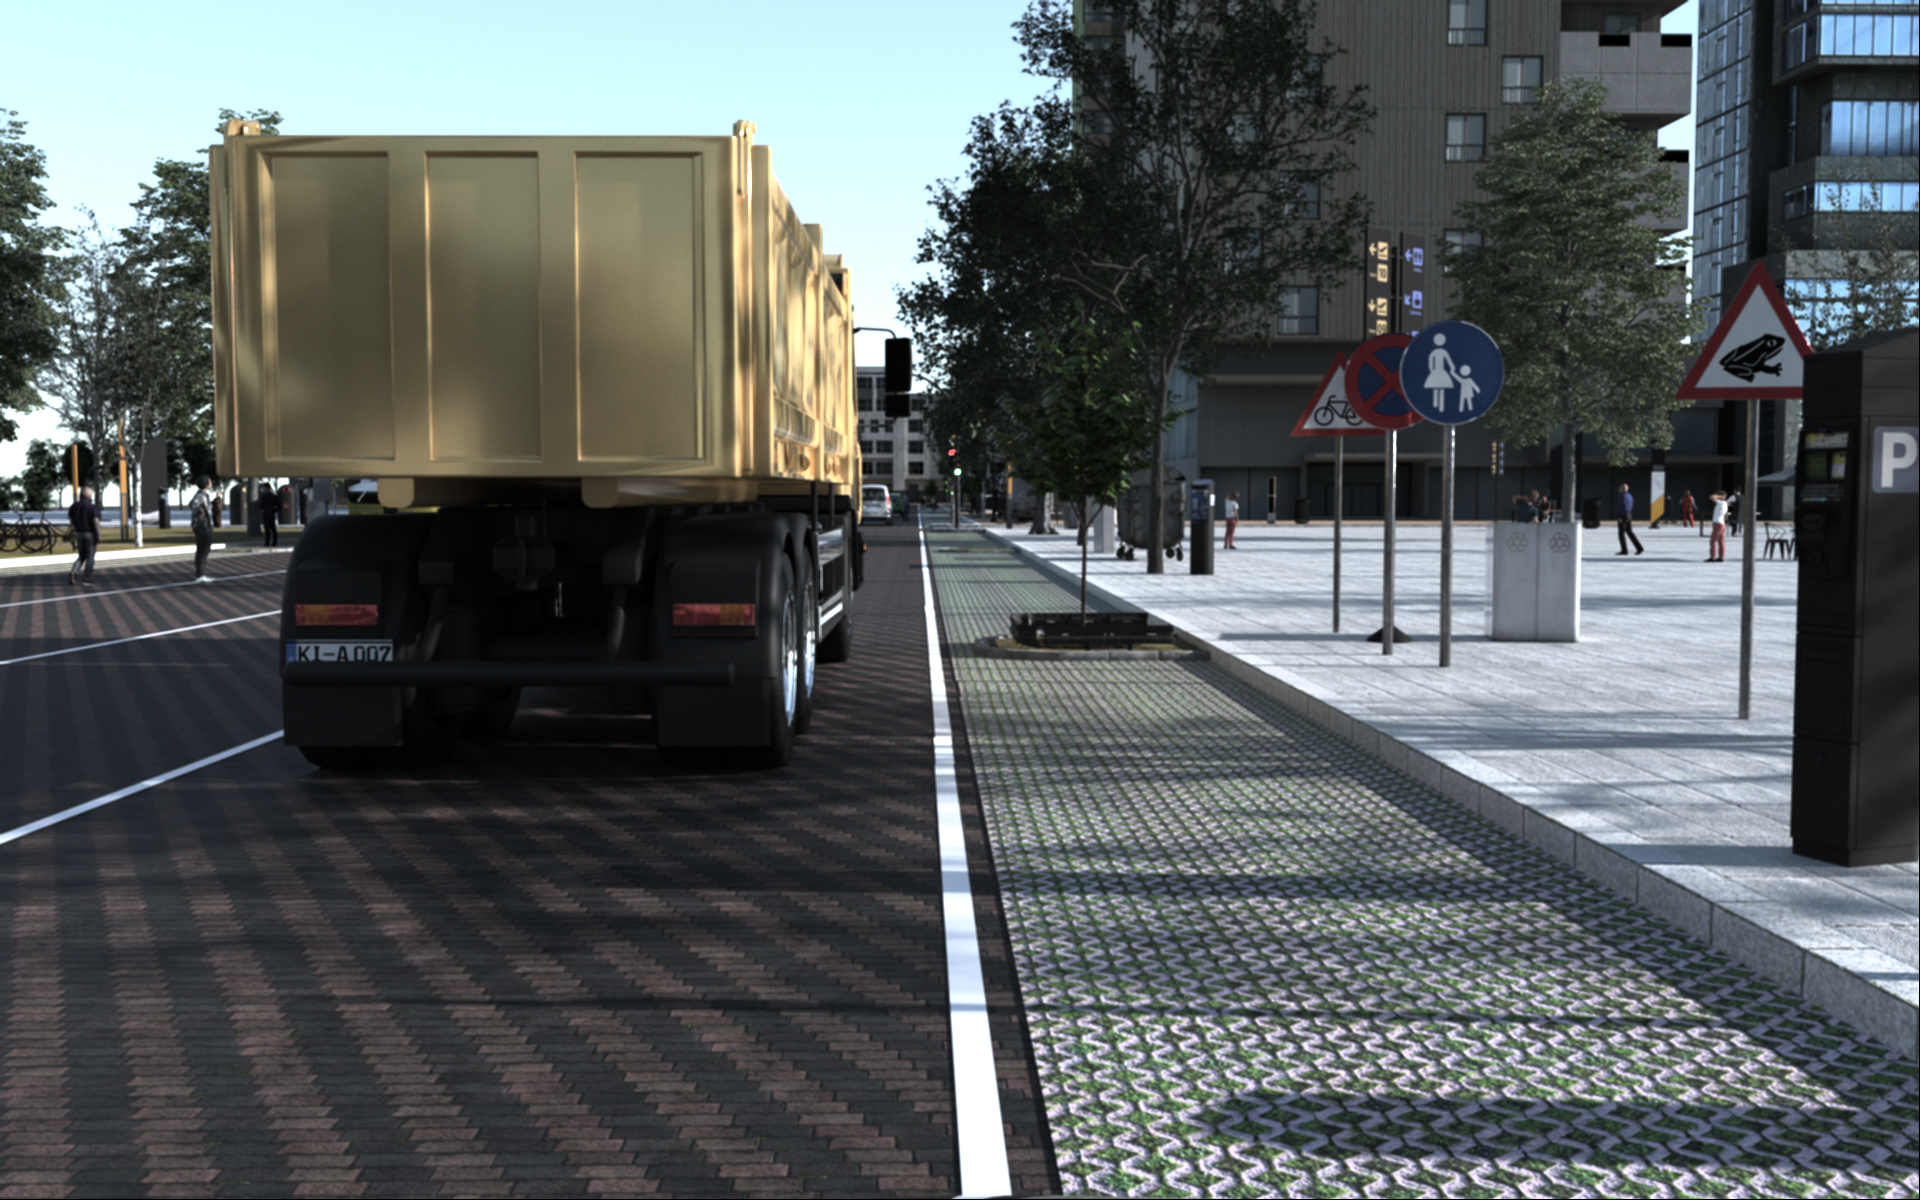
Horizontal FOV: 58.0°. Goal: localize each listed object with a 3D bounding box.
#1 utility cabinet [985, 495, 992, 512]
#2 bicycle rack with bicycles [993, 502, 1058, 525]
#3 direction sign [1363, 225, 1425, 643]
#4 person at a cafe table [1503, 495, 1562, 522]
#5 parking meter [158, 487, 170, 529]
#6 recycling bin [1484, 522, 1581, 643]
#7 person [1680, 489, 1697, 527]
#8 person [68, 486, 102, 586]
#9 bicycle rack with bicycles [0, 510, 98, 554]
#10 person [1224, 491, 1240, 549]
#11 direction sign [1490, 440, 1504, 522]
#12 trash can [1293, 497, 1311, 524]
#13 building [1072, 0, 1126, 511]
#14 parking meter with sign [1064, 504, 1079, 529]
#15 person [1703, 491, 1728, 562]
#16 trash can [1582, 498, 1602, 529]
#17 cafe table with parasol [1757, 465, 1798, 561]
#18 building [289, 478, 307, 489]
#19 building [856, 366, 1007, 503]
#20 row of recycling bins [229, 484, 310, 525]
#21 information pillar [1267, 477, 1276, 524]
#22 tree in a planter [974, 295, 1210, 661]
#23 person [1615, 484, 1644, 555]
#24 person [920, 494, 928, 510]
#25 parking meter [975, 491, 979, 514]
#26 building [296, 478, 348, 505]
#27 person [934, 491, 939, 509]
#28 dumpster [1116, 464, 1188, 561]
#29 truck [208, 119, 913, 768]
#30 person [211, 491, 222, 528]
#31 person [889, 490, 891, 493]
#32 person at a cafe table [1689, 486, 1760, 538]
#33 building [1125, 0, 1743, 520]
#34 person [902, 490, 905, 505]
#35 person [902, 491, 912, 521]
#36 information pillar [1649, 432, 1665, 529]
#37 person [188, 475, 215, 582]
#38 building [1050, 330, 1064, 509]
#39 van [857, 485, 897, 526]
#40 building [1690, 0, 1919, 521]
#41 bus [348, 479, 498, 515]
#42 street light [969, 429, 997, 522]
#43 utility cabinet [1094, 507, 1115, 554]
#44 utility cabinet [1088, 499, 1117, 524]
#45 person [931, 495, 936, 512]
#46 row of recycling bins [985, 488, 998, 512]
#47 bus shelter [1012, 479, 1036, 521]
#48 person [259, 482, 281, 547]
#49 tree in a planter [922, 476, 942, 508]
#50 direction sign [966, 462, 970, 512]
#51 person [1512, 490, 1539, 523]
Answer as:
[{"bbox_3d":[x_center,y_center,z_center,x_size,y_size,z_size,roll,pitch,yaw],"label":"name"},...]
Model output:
[{"bbox_3d":[1.859,-6.727,121.147,1.020,1.237,0.306,-2,4,-26],"label":"utility cabinet"},{"bbox_3d":[2.845,-3.710,74.044,2.925,0.926,2.852,-1,4,-15],"label":"bicycle rack with bicycles"},{"bbox_3d":[3.743,-1.406,14.990,0.876,3.537,0.379,-3,5,-43],"label":"direction sign"},{"bbox_3d":[20.194,-3.039,60.556,1.726,1.238,1.698,-3,5,-42],"label":"person at a cafe table"},{"bbox_3d":[-29.387,-3.397,63.958,0.372,1.533,0.369,0,3,0],"label":"parking meter"},{"bbox_3d":[5.049,-0.168,15.308,0.722,1.027,0.722,1,4,11],"label":"recycling bin"},{"bbox_3d":[28.798,-3.566,68.508,0.444,1.614,0.593,-3,4,-36],"label":"person"},{"bbox_3d":[-13.794,-1.006,27.160,0.569,1.553,0.471,3,5,43],"label":"person"},{"bbox_3d":[-20.794,-1.506,38.006,2.925,0.926,2.852,-1,4,-11],"label":"bicycle rack with bicycles"},{"bbox_3d":[6.338,-1.869,40.514,0.435,1.345,0.340,2,4,33],"label":"person"},{"bbox_3d":[22.526,-4.934,72.673,0.876,3.537,0.379,-3,4,-38],"label":"direction sign"},{"bbox_3d":[14.761,-3.859,74.752,0.748,1.137,0.748,0,3,0],"label":"trash can"},{"bbox_3d":[15.921,-27.973,140.957,14.154,41.232,14.086,0,4,-1],"label":"building"},{"bbox_3d":[4.071,-4.137,63.906,0.543,3.016,1.738,0,4,-6],"label":"parking meter with sign"},{"bbox_3d":[14.253,-1.388,32.647,0.340,1.345,0.435,3,4,36],"label":"person"},{"bbox_3d":[23.483,-3.226,64.398,0.748,1.137,0.748,0,3,0],"label":"trash can"},{"bbox_3d":[16.493,-1.745,33.393,2.610,1.966,2.610,-2,4,-29],"label":"cafe table with parasol"},{"bbox_3d":[-77.617,-24.952,251.946,32.646,21.610,27.936,0,4,-1],"label":"building"},{"bbox_3d":[-0.512,-23.334,247.966,31.486,18.905,16.747,0,4,-1],"label":"building"},{"bbox_3d":[-28.647,-3.997,72.456,3.534,1.692,1.069,-2,4,-28],"label":"row of recycling bins"},{"bbox_3d":[13.507,-4.316,75.057,0.304,2.012,0.304,1,4,19],"label":"information pillar"},{"bbox_3d":[1.129,-1.126,15.639,1.991,3.239,1.994,0,4,-1],"label":"tree in a planter"},{"bbox_3d":[14.045,-1.704,36.600,0.574,1.496,0.600,-1,4,-19],"label":"person"},{"bbox_3d":[-3.129,-8.657,153.234,0.799,1.438,0.628,1,4,9],"label":"person"},{"bbox_3d":[1.188,-6.611,113.797,0.399,1.863,0.255,1,4,19],"label":"parking meter"},{"bbox_3d":[-71.092,-21.407,206.424,11.380,20.091,16.016,0,4,-1],"label":"building"},{"bbox_3d":[-2.246,-9.816,169.714,0.721,1.743,1.217,-1,4,-13],"label":"person"},{"bbox_3d":[3.735,-1.718,33.841,1.264,1.857,1.865,0,4,-1],"label":"dumpster"},{"bbox_3d":[-2.158,-1.024,12.669,3.469,3.379,9.791,0,4,0],"label":"truck"},{"bbox_3d":[-29.725,-3.578,69.267,0.482,1.546,0.388,3,5,42],"label":"person"},{"bbox_3d":[-7.019,-10.183,175.000,0.705,1.824,1.348,-3,5,-43],"label":"person"},{"bbox_3d":[23.066,-2.650,51.839,1.698,1.524,1.622,0,4,-8],"label":"person at a cafe table"},{"bbox_3d":[23.570,-30.913,94.674,27.495,52.752,28.713,0,4,-1],"label":"building"},{"bbox_3d":[-4.942,-8.793,152.245,0.705,1.826,1.348,-1,4,-22],"label":"person"},{"bbox_3d":[-2.785,-4.943,91.278,0.435,1.587,0.963,-2,4,-26],"label":"person"},{"bbox_3d":[25.890,-4.461,64.284,0.504,3.616,0.183,0,4,-2],"label":"information pillar"},{"bbox_3d":[-12.415,-1.169,28.344,0.376,1.734,0.841,-2,4,-24],"label":"person"},{"bbox_3d":[16.556,-19.150,169.523,16.016,20.091,11.380,0,4,-1],"label":"building"},{"bbox_3d":[-3.932,-4.427,79.387,2.013,2.044,4.112,0,4,-1],"label":"van"},{"bbox_3d":[53.927,-47.570,90.437,31.000,86.520,22.319,0,4,-1],"label":"building"},{"bbox_3d":[-14.663,-3.589,50.227,2.896,3.916,12.252,0,4,-1],"label":"bus"},{"bbox_3d":[0.990,-6.530,79.311,1.470,5.913,1.316,0,4,-1],"label":"street light"},{"bbox_3d":[3.159,-1.632,37.849,0.306,1.237,1.020,0,4,-6],"label":"utility cabinet"},{"bbox_3d":[6.032,-3.953,73.313,1.173,1.500,0.318,2,4,26],"label":"utility cabinet"},{"bbox_3d":[-2.088,-7.626,137.096,0.435,1.345,0.340,0,4,-2],"label":"person"},{"bbox_3d":[2.339,-7.307,126.580,1.069,1.692,3.534,0,4,-4],"label":"row of recycling bins"},{"bbox_3d":[3.164,-5.244,79.661,2.014,3.302,5.546,0,4,-1],"label":"bus shelter"},{"bbox_3d":[-18.344,-2.242,45.866,0.504,1.737,0.576,1,4,12],"label":"person"},{"bbox_3d":[-2.799,-10.853,174.662,1.991,3.239,1.994,0,4,-1],"label":"tree in a planter"},{"bbox_3d":[0.595,-7.955,122.058,0.379,3.537,0.876,0,4,2],"label":"direction sign"},{"bbox_3d":[8.696,-1.026,26.729,0.435,1.345,0.340,1,4,21],"label":"person"}]
